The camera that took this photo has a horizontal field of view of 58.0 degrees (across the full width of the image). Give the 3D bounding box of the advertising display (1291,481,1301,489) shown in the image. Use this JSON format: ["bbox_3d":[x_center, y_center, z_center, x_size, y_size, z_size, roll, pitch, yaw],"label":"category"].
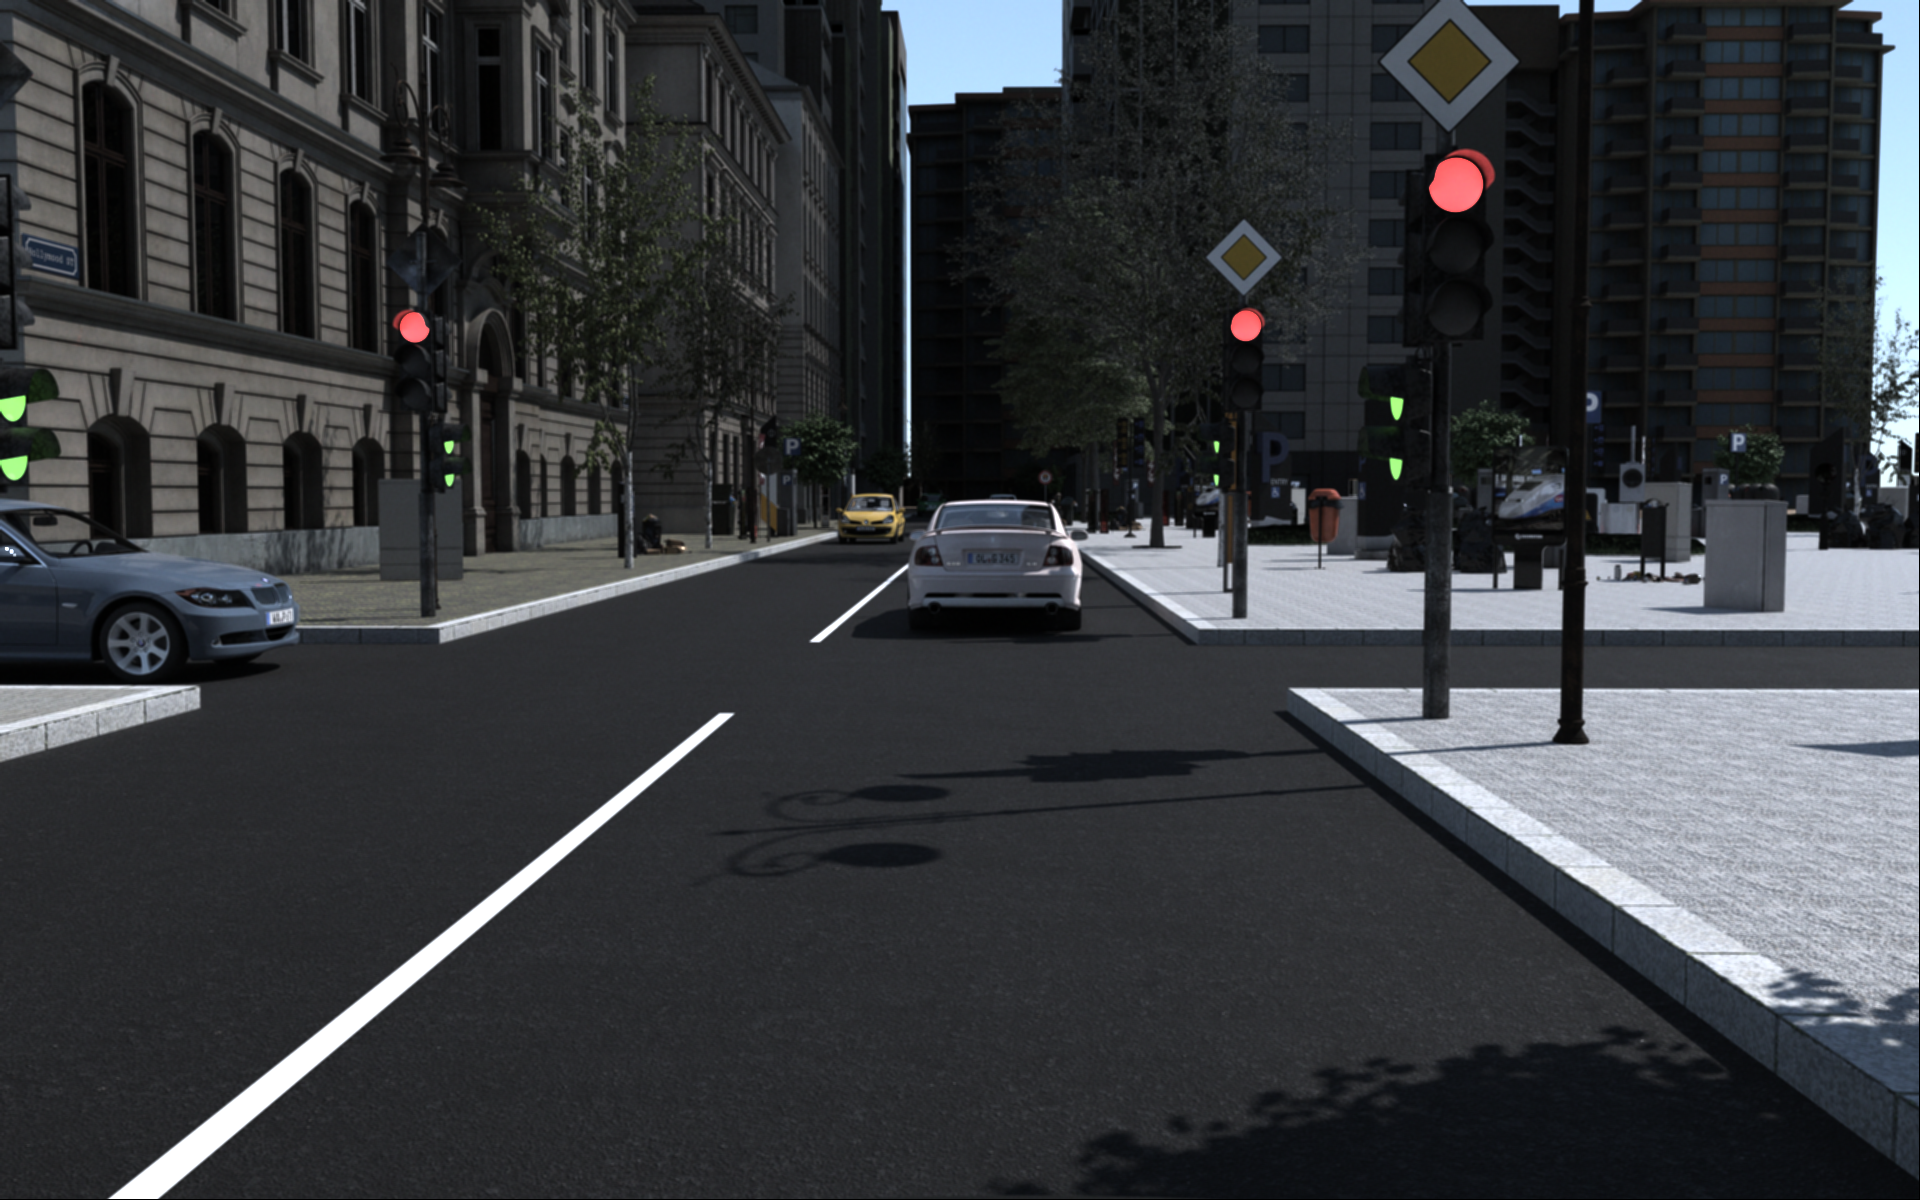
[{"bbox_3d":[15.995,-4.801,83.707,0.974,1.923,0.123,-1,4,-17],"label":"advertising display"}]

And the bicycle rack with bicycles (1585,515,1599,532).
[{"bbox_3d":[14.976,-1.902,44.482,2.925,0.926,2.852,0,4,-5],"label":"bicycle rack with bicycles"}]

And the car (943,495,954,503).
[{"bbox_3d":[-1.463,-7.700,138.483,1.945,1.354,3.894,0,4,2],"label":"car"}]

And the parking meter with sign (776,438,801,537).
[{"bbox_3d":[-5.256,-3.463,52.876,0.543,3.016,1.738,0,4,5],"label":"parking meter with sign"}]

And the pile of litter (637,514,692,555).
[{"bbox_3d":[-6.385,-1.421,37.198,1.176,0.858,1.719,3,5,40],"label":"pile of litter"}]

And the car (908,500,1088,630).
[{"bbox_3d":[0.429,-0.449,19.704,2.083,1.381,4.827,0,4,2],"label":"car"}]

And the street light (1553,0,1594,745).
[{"bbox_3d":[3.158,-2.201,8.775,0.468,5.910,1.993,0,4,1],"label":"street light"}]

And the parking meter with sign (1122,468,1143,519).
[{"bbox_3d":[8.848,-5.691,89.308,0.543,3.016,1.738,-2,4,-29],"label":"parking meter with sign"}]

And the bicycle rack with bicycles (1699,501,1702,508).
[{"bbox_3d":[38.705,-4.546,87.710,2.852,0.926,2.925,2,4,33],"label":"bicycle rack with bicycles"}]

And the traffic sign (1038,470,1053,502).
[{"bbox_3d":[4.600,-5.699,93.288,0.768,2.556,0.104,0,4,7],"label":"traffic sign"}]

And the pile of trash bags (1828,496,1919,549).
[{"bbox_3d":[22.498,-1.924,41.208,3.447,1.369,1.912,-1,4,-17],"label":"pile of trash bags"}]

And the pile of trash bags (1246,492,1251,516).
[{"bbox_3d":[12.093,-3.349,64.508,3.447,1.369,1.912,2,4,31],"label":"pile of trash bags"}]

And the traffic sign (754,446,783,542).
[{"bbox_3d":[-5.118,-2.821,46.236,0.768,2.556,0.104,0,4,4],"label":"traffic sign"}]

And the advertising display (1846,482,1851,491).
[{"bbox_3d":[45.776,-5.192,90.110,0.974,1.923,0.123,1,4,14],"label":"advertising display"}]

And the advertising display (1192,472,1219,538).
[{"bbox_3d":[7.342,-2.804,51.062,0.974,1.923,0.123,-1,4,-8],"label":"advertising display"}]

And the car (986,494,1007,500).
[{"bbox_3d":[2.940,-7.516,131.675,1.959,1.807,4.718,0,4,0],"label":"car"}]

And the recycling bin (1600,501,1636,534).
[{"bbox_3d":[17.970,-2.126,47.317,0.722,1.027,0.722,0,4,0],"label":"recycling bin"}]

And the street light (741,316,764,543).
[{"bbox_3d":[-5.392,-4.416,44.983,0.468,5.910,1.993,0,4,1],"label":"street light"}]

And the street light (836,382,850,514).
[{"bbox_3d":[-4.857,-6.053,71.755,0.468,5.910,1.993,0,4,1],"label":"street light"}]

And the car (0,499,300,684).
[{"bbox_3d":[-7.660,-0.117,13.917,4.499,1.417,2.014,0,4,2],"label":"car"}]

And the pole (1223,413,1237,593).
[{"bbox_3d":[3.526,-1.753,22.508,0.158,3.312,0.155,0,3,0],"label":"pole"}]

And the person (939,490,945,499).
[{"bbox_3d":[-1.545,-7.534,132.418,1.217,1.736,0.721,3,5,43],"label":"person"}]

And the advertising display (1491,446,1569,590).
[{"bbox_3d":[7.661,-1.106,23.301,0.974,1.923,0.123,2,4,27],"label":"advertising display"}]

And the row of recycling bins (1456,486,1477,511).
[{"bbox_3d":[23.734,-4.680,83.636,3.534,1.692,1.069,0,4,-2],"label":"row of recycling bins"}]

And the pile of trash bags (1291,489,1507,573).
[{"bbox_3d":[7.536,-1.194,29.267,3.447,1.369,1.912,2,4,26],"label":"pile of trash bags"}]

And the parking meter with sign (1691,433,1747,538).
[{"bbox_3d":[21.931,-3.302,50.250,0.543,3.016,1.738,-1,4,-17],"label":"parking meter with sign"}]

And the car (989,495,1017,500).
[{"bbox_3d":[2.126,-4.497,85.520,2.014,1.417,4.499,0,4,2],"label":"car"}]

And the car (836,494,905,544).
[{"bbox_3d":[-2.579,-2.489,50.923,2.015,1.641,3.980,0,4,2],"label":"car"}]

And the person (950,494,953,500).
[{"bbox_3d":[-0.856,-9.029,159.382,0.557,1.426,1.065,2,4,26],"label":"person"}]

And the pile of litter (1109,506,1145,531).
[{"bbox_3d":[5.953,-2.895,61.292,1.719,0.858,1.176,-3,4,-36],"label":"pile of litter"}]

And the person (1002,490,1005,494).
[{"bbox_3d":[4.083,-9.318,160.864,0.705,1.822,1.348,-1,4,-16],"label":"person"}]

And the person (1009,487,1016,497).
[{"bbox_3d":[2.791,-5.280,94.833,0.705,1.822,1.348,2,4,34],"label":"person"}]

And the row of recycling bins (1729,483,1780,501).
[{"bbox_3d":[31.181,-3.754,68.489,1.069,1.692,3.534,0,4,-6],"label":"row of recycling bins"}]

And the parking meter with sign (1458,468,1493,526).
[{"bbox_3d":[15.743,-3.378,51.494,1.738,3.016,0.543,2,4,26],"label":"parking meter with sign"}]

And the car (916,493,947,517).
[{"bbox_3d":[-1.829,-6.269,111.294,1.959,1.807,4.718,0,4,1],"label":"car"}]

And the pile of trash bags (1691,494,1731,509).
[{"bbox_3d":[23.626,-2.804,55.603,3.447,1.369,1.912,-2,4,-35],"label":"pile of trash bags"}]

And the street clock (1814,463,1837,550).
[{"bbox_3d":[19.930,-2.162,39.921,0.471,2.002,0.358,2,4,25],"label":"street clock"}]

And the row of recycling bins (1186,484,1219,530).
[{"bbox_3d":[9.188,-3.446,63.451,1.069,1.692,3.534,-1,4,-11],"label":"row of recycling bins"}]

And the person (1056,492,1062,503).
[{"bbox_3d":[9.779,-10.041,172.670,1.348,1.824,0.705,-3,5,-43],"label":"person"}]

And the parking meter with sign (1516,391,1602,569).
[{"bbox_3d":[10.321,-2.070,30.107,0.543,3.016,1.738,-1,4,-18],"label":"parking meter with sign"}]

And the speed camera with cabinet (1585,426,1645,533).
[{"bbox_3d":[18.753,-3.418,50.215,2.038,3.252,0.660,1,4,19],"label":"speed camera with cabinet"}]

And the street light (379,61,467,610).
[{"bbox_3d":[-5.878,-2.835,19.133,0.468,5.910,1.993,0,4,1],"label":"street light"}]
